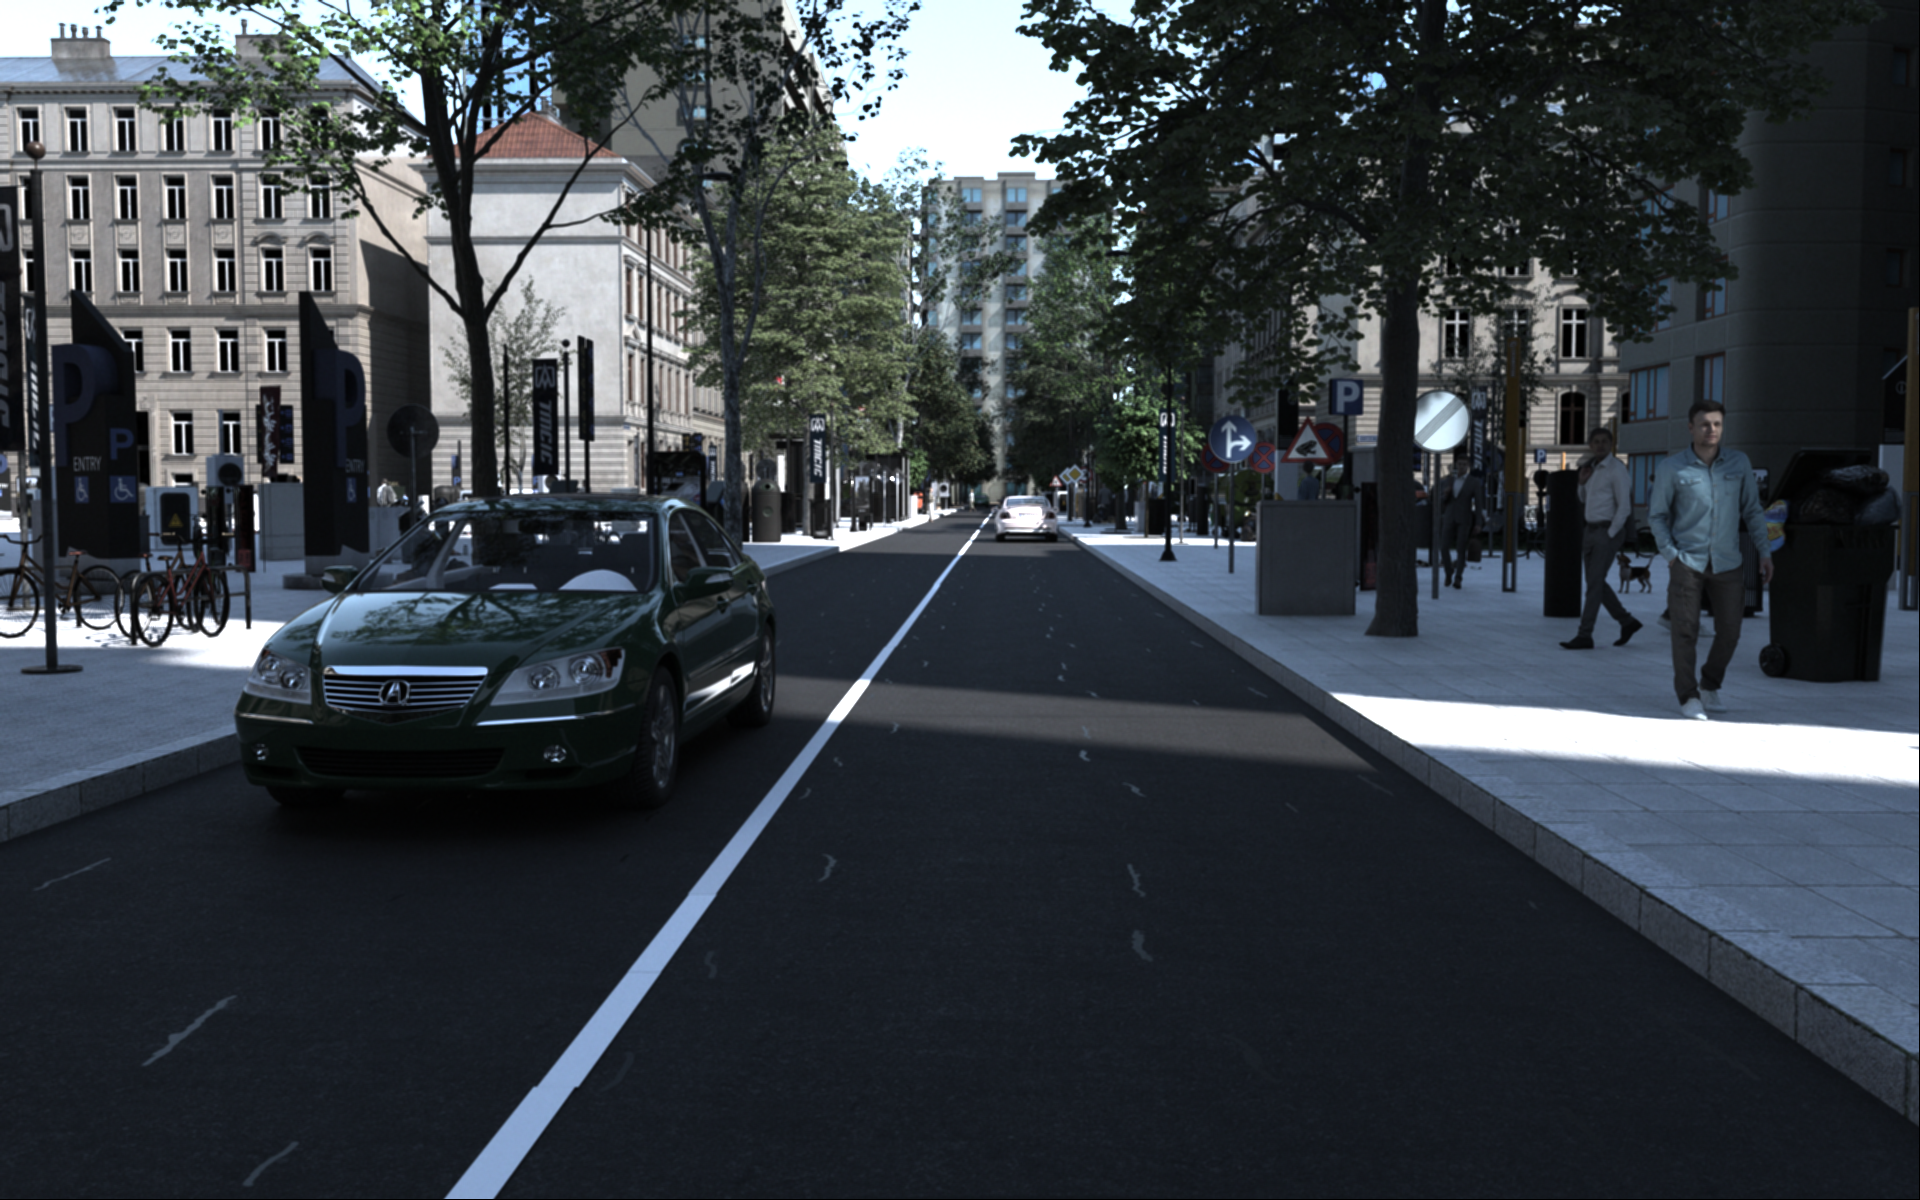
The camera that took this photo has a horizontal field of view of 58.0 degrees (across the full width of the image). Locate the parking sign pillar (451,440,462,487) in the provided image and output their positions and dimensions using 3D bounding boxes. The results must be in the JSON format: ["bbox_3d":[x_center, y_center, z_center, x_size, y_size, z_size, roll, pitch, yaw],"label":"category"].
[{"bbox_3d":[-25.012,-5.974,86.142,1.447,3.967,1.447,-1,4,-16],"label":"parking sign pillar"}]

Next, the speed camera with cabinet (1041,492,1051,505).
[{"bbox_3d":[7.317,-8.584,134.688,2.038,3.252,0.660,-2,4,-26],"label":"speed camera with cabinet"}]

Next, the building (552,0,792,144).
[{"bbox_3d":[-25.814,-32.934,162.171,21.300,48.544,21.600,0,4,2],"label":"building"}]

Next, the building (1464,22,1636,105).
[{"bbox_3d":[70.500,-37.058,195.133,27.495,52.752,28.713,0,4,2],"label":"building"}]

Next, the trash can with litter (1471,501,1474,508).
[{"bbox_3d":[25.196,-4.520,85.292,0.624,1.170,1.055,-3,4,-38],"label":"trash can with litter"}]

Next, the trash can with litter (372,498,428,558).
[{"bbox_3d":[-10.315,-1.256,31.919,1.055,1.170,0.624,-1,4,-18],"label":"trash can with litter"}]

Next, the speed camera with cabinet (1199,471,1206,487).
[{"bbox_3d":[20.647,-9.405,148.115,0.660,3.252,2.038,0,4,5],"label":"speed camera with cabinet"}]

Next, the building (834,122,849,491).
[{"bbox_3d":[-20.923,-33.950,205.187,14.200,45.320,14.600,0,4,2],"label":"building"}]

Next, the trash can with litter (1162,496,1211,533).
[{"bbox_3d":[7.727,-2.846,57.587,1.678,1.210,2.233,0,4,-8],"label":"trash can with litter"}]

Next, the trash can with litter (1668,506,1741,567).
[{"bbox_3d":[13.001,-1.115,29.291,1.678,1.210,2.233,-1,4,-19],"label":"trash can with litter"}]

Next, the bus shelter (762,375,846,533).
[{"bbox_3d":[-5.480,-5.088,60.823,2.179,5.291,8.768,0,4,2],"label":"bus shelter"}]

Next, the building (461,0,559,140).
[{"bbox_3d":[-43.950,-54.301,200.494,31.000,86.520,22.319,0,4,2],"label":"building"}]

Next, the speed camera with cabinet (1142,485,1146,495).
[{"bbox_3d":[14.384,-8.287,129.825,0.660,3.252,2.038,-2,4,-28],"label":"speed camera with cabinet"}]

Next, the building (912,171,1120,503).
[{"bbox_3d":[8.317,-39.139,259.524,30.456,49.044,23.786,0,4,2],"label":"building"}]

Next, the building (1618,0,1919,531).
[{"bbox_3d":[33.428,-11.761,37.339,27.650,21.520,28.899,0,4,2],"label":"building"}]

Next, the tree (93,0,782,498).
[{"bbox_3d":[-4.964,-5.603,17.371,9.928,11.665,9.643,0,3,0],"label":"tree"}]

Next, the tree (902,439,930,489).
[{"bbox_3d":[-3.411,-7.362,104.082,4.285,4.588,4.351,0,3,0],"label":"tree"}]

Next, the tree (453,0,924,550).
[{"bbox_3d":[-6.326,-11.132,37.905,12.611,20.169,13.585,0,3,0],"label":"tree"}]

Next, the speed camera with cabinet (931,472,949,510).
[{"bbox_3d":[-1.943,-8.799,138.205,2.038,3.252,0.660,0,4,8],"label":"speed camera with cabinet"}]

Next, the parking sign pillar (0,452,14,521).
[{"bbox_3d":[-45.662,-5.717,81.946,1.447,3.967,1.447,2,4,27],"label":"parking sign pillar"}]

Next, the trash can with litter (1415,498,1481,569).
[{"bbox_3d":[8.277,-1.188,30.479,1.678,1.210,2.233,-1,4,-18],"label":"trash can with litter"}]

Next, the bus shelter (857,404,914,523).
[{"bbox_3d":[-3.446,-6.273,80.199,2.179,5.291,8.768,0,4,2],"label":"bus shelter"}]

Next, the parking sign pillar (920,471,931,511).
[{"bbox_3d":[-3.422,-9.840,149.352,1.447,3.967,1.447,0,4,4],"label":"parking sign pillar"}]

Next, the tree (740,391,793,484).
[{"bbox_3d":[-11.939,-9.567,106.789,4.360,8.622,3.978,0,3,0],"label":"tree"}]

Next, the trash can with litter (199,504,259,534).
[{"bbox_3d":[-25.321,-2.960,59.456,1.678,1.210,2.233,-3,5,-39],"label":"trash can with litter"}]

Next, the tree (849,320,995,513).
[{"bbox_3d":[-2.726,-12.082,114.554,9.611,12.733,9.660,0,3,0],"label":"tree"}]

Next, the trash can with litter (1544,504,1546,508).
[{"bbox_3d":[21.920,-3.169,63.201,1.055,1.170,0.624,0,4,1],"label":"trash can with litter"}]

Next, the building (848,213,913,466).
[{"bbox_3d":[-14.116,-34.887,253.996,14.086,41.232,14.154,0,4,2],"label":"building"}]

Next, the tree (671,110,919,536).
[{"bbox_3d":[-5.005,-8.200,52.204,7.486,12.596,7.792,0,3,0],"label":"tree"}]

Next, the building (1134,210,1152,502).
[{"bbox_3d":[38.655,-36.824,256.696,28.867,44.769,22.147,0,4,2],"label":"building"}]

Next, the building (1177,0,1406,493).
[{"bbox_3d":[33.850,-53.031,179.729,22.319,86.520,31.000,0,4,2],"label":"building"}]

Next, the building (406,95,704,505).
[{"bbox_3d":[-22.152,-16.083,99.120,11.583,22.565,21.152,0,4,2],"label":"building"}]

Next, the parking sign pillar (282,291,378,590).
[{"bbox_3d":[-8.560,-2.158,23.748,1.447,3.967,1.447,0,4,1],"label":"parking sign pillar"}]

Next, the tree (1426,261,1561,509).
[{"bbox_3d":[17.213,-6.421,55.346,4.360,8.622,3.978,0,3,0],"label":"tree"}]

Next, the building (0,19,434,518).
[{"bbox_3d":[-43.368,-18.283,96.194,25.104,27.353,12.463,0,4,2],"label":"building"}]

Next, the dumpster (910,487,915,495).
[{"bbox_3d":[-3.580,-8.151,135.766,1.502,2.255,1.985,0,4,1],"label":"dumpster"}]

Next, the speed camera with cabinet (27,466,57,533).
[{"bbox_3d":[-30.067,-3.827,56.904,2.038,3.252,0.660,3,4,37],"label":"speed camera with cabinet"}]

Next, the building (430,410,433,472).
[{"bbox_3d":[-66.370,-31.997,206.748,14.086,41.232,14.154,0,4,2],"label":"building"}]

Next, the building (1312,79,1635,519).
[{"bbox_3d":[37.378,-16.771,93.295,34.723,24.649,14.460,0,4,2],"label":"building"}]

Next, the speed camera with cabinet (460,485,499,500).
[{"bbox_3d":[-21.730,-5.151,78.547,2.038,3.252,0.660,2,4,28],"label":"speed camera with cabinet"}]

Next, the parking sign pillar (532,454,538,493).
[{"bbox_3d":[-20.375,-5.827,83.740,1.447,3.967,1.447,0,4,-5],"label":"parking sign pillar"}]

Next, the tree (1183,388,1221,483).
[{"bbox_3d":[16.335,-10.379,120.051,4.360,8.622,3.978,0,3,0],"label":"tree"}]

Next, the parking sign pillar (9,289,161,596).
[{"bbox_3d":[-11.207,-2.078,22.452,1.447,3.967,1.447,3,4,36],"label":"parking sign pillar"}]

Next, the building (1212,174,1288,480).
[{"bbox_3d":[27.438,-19.585,138.237,12.078,24.808,19.932,0,4,2],"label":"building"}]

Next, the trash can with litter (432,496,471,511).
[{"bbox_3d":[-15.194,-2.641,54.230,2.233,1.210,1.678,0,4,-2],"label":"trash can with litter"}]

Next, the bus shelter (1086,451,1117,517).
[{"bbox_3d":[7.551,-6.759,88.142,2.179,5.291,8.768,0,4,2],"label":"bus shelter"}]

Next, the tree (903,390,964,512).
[{"bbox_3d":[-2.821,-11.755,126.601,7.601,10.594,8.767,0,4,2],"label":"tree"}]

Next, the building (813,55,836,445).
[{"bbox_3d":[-24.925,-34.252,183.715,21.300,48.544,21.600,0,4,2],"label":"building"}]

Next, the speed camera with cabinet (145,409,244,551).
[{"bbox_3d":[-17.551,-2.778,39.749,2.038,3.252,0.660,-3,5,-44],"label":"speed camera with cabinet"}]

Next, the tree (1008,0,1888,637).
[{"bbox_3d":[4.372,-5.947,15.357,7.486,12.596,7.792,0,3,0],"label":"tree"}]

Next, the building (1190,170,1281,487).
[{"bbox_3d":[28.062,-23.681,158.886,14.160,30.474,14.107,0,4,2],"label":"building"}]

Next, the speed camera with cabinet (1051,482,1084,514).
[{"bbox_3d":[7.160,-7.292,113.557,2.038,3.252,0.660,-2,4,-25],"label":"speed camera with cabinet"}]

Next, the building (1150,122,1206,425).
[{"bbox_3d":[29.957,-33.856,203.656,14.600,45.320,14.200,0,4,2],"label":"building"}]

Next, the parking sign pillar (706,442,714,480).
[{"bbox_3d":[-12.709,-6.108,88.341,1.447,3.967,1.447,-1,4,-16],"label":"parking sign pillar"}]

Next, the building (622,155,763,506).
[{"bbox_3d":[-24.123,-17.827,124.762,16.112,22.955,30.059,0,4,2],"label":"building"}]

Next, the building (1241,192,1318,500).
[{"bbox_3d":[25.986,-17.704,118.339,11.050,23.489,19.941,0,4,2],"label":"building"}]

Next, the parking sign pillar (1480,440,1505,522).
[{"bbox_3d":[23.901,-5.471,77.921,1.447,3.967,1.447,3,5,39],"label":"parking sign pillar"}]

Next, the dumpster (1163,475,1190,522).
[{"bbox_3d":[9.694,-4.704,79.411,1.502,2.255,1.985,0,4,2],"label":"dumpster"}]

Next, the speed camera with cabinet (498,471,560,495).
[{"bbox_3d":[-15.779,-4.246,63.758,2.038,3.252,0.660,-2,4,-35],"label":"speed camera with cabinet"}]
